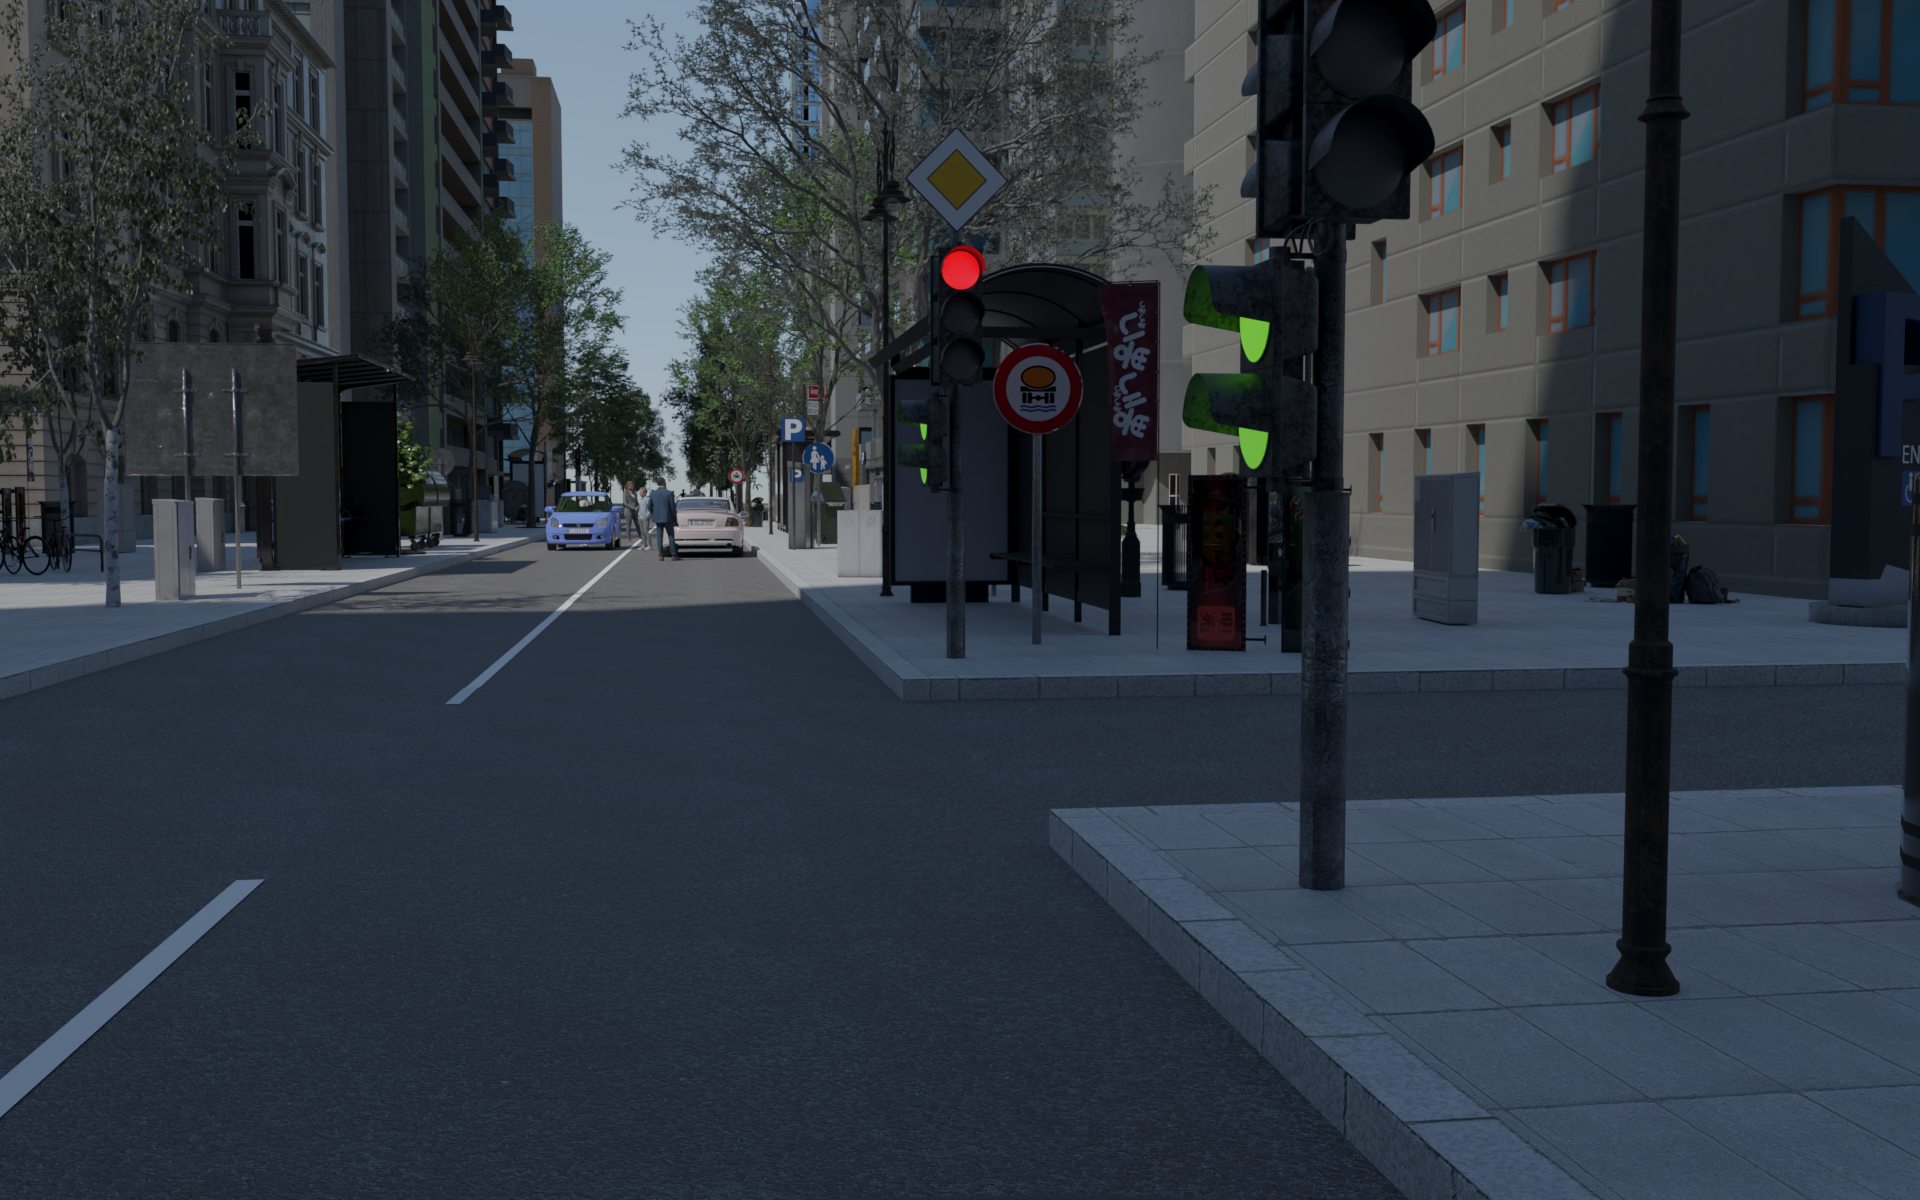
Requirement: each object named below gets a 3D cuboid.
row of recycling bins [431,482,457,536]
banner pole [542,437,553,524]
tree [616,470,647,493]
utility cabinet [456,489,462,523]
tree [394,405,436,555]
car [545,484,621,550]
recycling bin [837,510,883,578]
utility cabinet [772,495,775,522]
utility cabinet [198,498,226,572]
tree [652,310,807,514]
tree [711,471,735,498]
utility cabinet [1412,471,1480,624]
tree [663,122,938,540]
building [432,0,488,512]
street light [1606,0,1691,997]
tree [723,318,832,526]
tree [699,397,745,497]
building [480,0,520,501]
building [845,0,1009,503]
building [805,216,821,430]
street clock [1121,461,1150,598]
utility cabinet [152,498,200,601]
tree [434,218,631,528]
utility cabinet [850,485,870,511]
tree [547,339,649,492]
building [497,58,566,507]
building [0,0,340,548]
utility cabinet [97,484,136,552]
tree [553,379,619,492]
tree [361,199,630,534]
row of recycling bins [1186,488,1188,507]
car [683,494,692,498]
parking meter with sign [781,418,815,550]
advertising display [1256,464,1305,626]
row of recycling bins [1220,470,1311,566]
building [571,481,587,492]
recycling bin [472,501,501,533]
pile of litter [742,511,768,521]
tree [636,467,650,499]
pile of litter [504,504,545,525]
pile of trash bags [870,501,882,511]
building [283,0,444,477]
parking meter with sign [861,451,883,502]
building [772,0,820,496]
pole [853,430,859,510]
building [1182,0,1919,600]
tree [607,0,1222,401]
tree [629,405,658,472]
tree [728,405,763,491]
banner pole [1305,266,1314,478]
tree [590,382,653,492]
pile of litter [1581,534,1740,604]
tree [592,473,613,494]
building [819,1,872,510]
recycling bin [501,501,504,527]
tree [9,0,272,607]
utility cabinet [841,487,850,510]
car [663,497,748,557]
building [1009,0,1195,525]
[{"bbox_3d":[-16.415,-2.873,54.089,1.069,1.692,3.534,0,4,-8],"label":"row of recycling bins"},{"bbox_3d":[-17.886,-5.211,75.210,0.401,3.779,0.863,-3,5,-42],"label":"banner pole"},{"bbox_3d":[-38.910,-13.719,208.025,4.285,4.588,4.351,0,3,0],"label":"tree"},{"bbox_3d":[-21.860,-4.049,74.877,0.318,1.500,1.173,0,4,1],"label":"utility cabinet"},{"bbox_3d":[-12.023,-2.576,36.713,1.663,3.219,1.824,0,3,0],"label":"tree"},{"bbox_3d":[-9.798,-2.178,45.201,1.945,1.707,3.694,0,4,-7],"label":"car"},{"bbox_3d":[-1.478,-0.877,26.899,0.722,1.027,0.722,1,4,10],"label":"recycling bin"},{"bbox_3d":[-8.312,-4.259,80.799,1.020,1.237,0.306,-2,4,-28],"label":"utility cabinet"},{"bbox_3d":[-12.547,-1.093,29.034,0.306,1.237,1.020,-1,4,-14],"label":"utility cabinet"},{"bbox_3d":[-13.533,-11.521,105.374,9.611,12.733,9.660,0,3,0],"label":"tree"},{"bbox_3d":[-28.575,-13.738,208.336,4.285,4.588,4.351,0,3,0],"label":"tree"},{"bbox_3d":[4.862,-0.533,17.401,0.318,1.500,1.173,0,4,-2],"label":"utility cabinet"},{"bbox_3d":[-3.926,-7.520,48.712,9.928,11.665,9.643,0,3,0],"label":"tree"},{"bbox_3d":[-41.888,-29.593,107.555,21.300,48.544,21.600,-1,4,-9],"label":"building"},{"bbox_3d":[1.776,-1.929,4.326,0.468,5.910,1.993,-1,4,-9],"label":"street light"},{"bbox_3d":[-7.398,-7.254,68.966,4.360,8.622,3.978,0,3,0],"label":"tree"},{"bbox_3d":[-26.682,-16.830,193.304,7.486,12.596,7.792,0,3,0],"label":"tree"},{"bbox_3d":[-45.999,-29.229,132.522,22.147,44.769,28.867,-1,4,-9],"label":"building"},{"bbox_3d":[4.934,-30.242,114.058,23.786,49.044,30.456,-1,4,-9],"label":"building"},{"bbox_3d":[-5.635,-31.393,205.164,32.217,40.220,23.993,-1,4,-9],"label":"building"},{"bbox_3d":[2.127,-1.037,21.519,0.358,2.002,0.471,-3,4,-37],"label":"street clock"},{"bbox_3d":[-9.648,-0.620,21.299,0.306,1.237,1.020,-1,4,-14],"label":"utility cabinet"},{"bbox_3d":[-15.980,-8.507,64.850,9.928,11.665,9.643,0,3,0],"label":"tree"},{"bbox_3d":[-2.312,-1.955,40.641,0.318,1.500,1.173,0,4,-7],"label":"utility cabinet"},{"bbox_3d":[-26.634,-12.767,126.866,7.486,12.596,7.792,0,3,0],"label":"tree"},{"bbox_3d":[-49.206,-32.531,181.993,14.600,45.320,14.200,-1,4,-9],"label":"building"},{"bbox_3d":[-29.509,-14.529,56.634,14.460,24.649,34.723,-1,4,-9],"label":"building"},{"bbox_3d":[-18.517,-1.796,38.049,1.173,1.500,0.318,3,5,41],"label":"utility cabinet"},{"bbox_3d":[-23.387,-9.722,109.324,4.737,8.622,4.395,0,3,0],"label":"tree"},{"bbox_3d":[-15.241,-7.339,54.399,7.601,10.594,8.767,0,4,1],"label":"tree"},{"bbox_3d":[7.881,-2.653,50.494,1.069,1.692,3.534,-2,4,-32],"label":"row of recycling bins"},{"bbox_3d":[-17.588,-6.280,114.483,2.131,1.459,4.920,0,4,-7],"label":"car"},{"bbox_3d":[-3.726,-2.700,40.403,0.543,3.016,1.738,0,4,5],"label":"parking meter with sign"},{"bbox_3d":[3.179,-0.730,17.157,0.123,1.923,0.974,2,4,32],"label":"advertising display"},{"bbox_3d":[5.576,-1.498,31.597,1.069,1.692,3.534,-1,4,-22],"label":"row of recycling bins"},{"bbox_3d":[-65.225,-32.542,223.944,32.217,40.220,23.993,-1,4,-9],"label":"building"},{"bbox_3d":[-15.684,-2.723,57.082,0.722,1.027,0.722,0,4,0],"label":"recycling bin"},{"bbox_3d":[-9.916,-4.296,84.201,1.719,0.858,1.176,-1,4,-22],"label":"pile of litter"},{"bbox_3d":[-40.531,-16.330,217.364,4.360,8.622,3.978,0,3,0],"label":"tree"},{"bbox_3d":[-18.322,-3.584,72.570,1.719,0.858,1.176,1,4,10],"label":"pile of litter"},{"bbox_3d":[-1.669,-2.385,48.741,1.912,1.369,3.447,1,4,19],"label":"pile of trash bags"},{"bbox_3d":[-35.630,-24.901,90.720,14.154,41.232,14.086,-1,4,-9],"label":"building"},{"bbox_3d":[-3.137,-4.580,71.150,1.738,3.016,0.543,-1,4,-15],"label":"parking meter with sign"},{"bbox_3d":[-13.923,-56.183,231.261,22.319,86.520,31.000,-1,4,-9],"label":"building"},{"bbox_3d":[-3.295,-3.735,54.911,0.158,3.312,0.155,0,3,0],"label":"pole"},{"bbox_3d":[22.535,-11.682,36.046,28.899,21.520,27.650,-1,4,-9],"label":"building"},{"bbox_3d":[-1.080,-7.313,29.938,12.009,13.543,11.850,0,3,0],"label":"tree"},{"bbox_3d":[-31.393,-13.803,160.087,7.601,10.594,8.767,0,4,-3],"label":"tree"},{"bbox_3d":[-15.837,-10.679,124.962,4.737,8.622,4.395,0,3,0],"label":"tree"},{"bbox_3d":[3.882,-1.795,19.365,0.401,3.779,0.863,1,4,11],"label":"banner pole"},{"bbox_3d":[-33.599,-15.929,177.445,9.611,12.733,9.660,0,3,0],"label":"tree"},{"bbox_3d":[8.345,-0.406,20.608,1.719,0.858,1.176,2,4,26],"label":"pile of litter"},{"bbox_3d":[-27.339,-8.504,133.643,1.663,3.219,1.824,0,3,0],"label":"tree"},{"bbox_3d":[-1.002,-36.727,142.481,21.231,58.520,28.212,-1,4,-9],"label":"building"},{"bbox_3d":[-18.046,-3.332,67.035,0.722,1.027,0.722,-1,4,-14],"label":"recycling bin"},{"bbox_3d":[-9.758,-4.235,19.603,4.360,8.622,3.978,0,3,0],"label":"tree"},{"bbox_3d":[-3.882,-2.763,53.856,0.318,1.500,1.173,3,4,38],"label":"utility cabinet"},{"bbox_3d":[-6.031,-1.740,40.805,2.083,1.381,4.827,0,4,-7],"label":"car"},{"bbox_3d":[15.365,-23.697,79.333,32.217,40.220,23.993,-1,4,-9],"label":"building"}]
